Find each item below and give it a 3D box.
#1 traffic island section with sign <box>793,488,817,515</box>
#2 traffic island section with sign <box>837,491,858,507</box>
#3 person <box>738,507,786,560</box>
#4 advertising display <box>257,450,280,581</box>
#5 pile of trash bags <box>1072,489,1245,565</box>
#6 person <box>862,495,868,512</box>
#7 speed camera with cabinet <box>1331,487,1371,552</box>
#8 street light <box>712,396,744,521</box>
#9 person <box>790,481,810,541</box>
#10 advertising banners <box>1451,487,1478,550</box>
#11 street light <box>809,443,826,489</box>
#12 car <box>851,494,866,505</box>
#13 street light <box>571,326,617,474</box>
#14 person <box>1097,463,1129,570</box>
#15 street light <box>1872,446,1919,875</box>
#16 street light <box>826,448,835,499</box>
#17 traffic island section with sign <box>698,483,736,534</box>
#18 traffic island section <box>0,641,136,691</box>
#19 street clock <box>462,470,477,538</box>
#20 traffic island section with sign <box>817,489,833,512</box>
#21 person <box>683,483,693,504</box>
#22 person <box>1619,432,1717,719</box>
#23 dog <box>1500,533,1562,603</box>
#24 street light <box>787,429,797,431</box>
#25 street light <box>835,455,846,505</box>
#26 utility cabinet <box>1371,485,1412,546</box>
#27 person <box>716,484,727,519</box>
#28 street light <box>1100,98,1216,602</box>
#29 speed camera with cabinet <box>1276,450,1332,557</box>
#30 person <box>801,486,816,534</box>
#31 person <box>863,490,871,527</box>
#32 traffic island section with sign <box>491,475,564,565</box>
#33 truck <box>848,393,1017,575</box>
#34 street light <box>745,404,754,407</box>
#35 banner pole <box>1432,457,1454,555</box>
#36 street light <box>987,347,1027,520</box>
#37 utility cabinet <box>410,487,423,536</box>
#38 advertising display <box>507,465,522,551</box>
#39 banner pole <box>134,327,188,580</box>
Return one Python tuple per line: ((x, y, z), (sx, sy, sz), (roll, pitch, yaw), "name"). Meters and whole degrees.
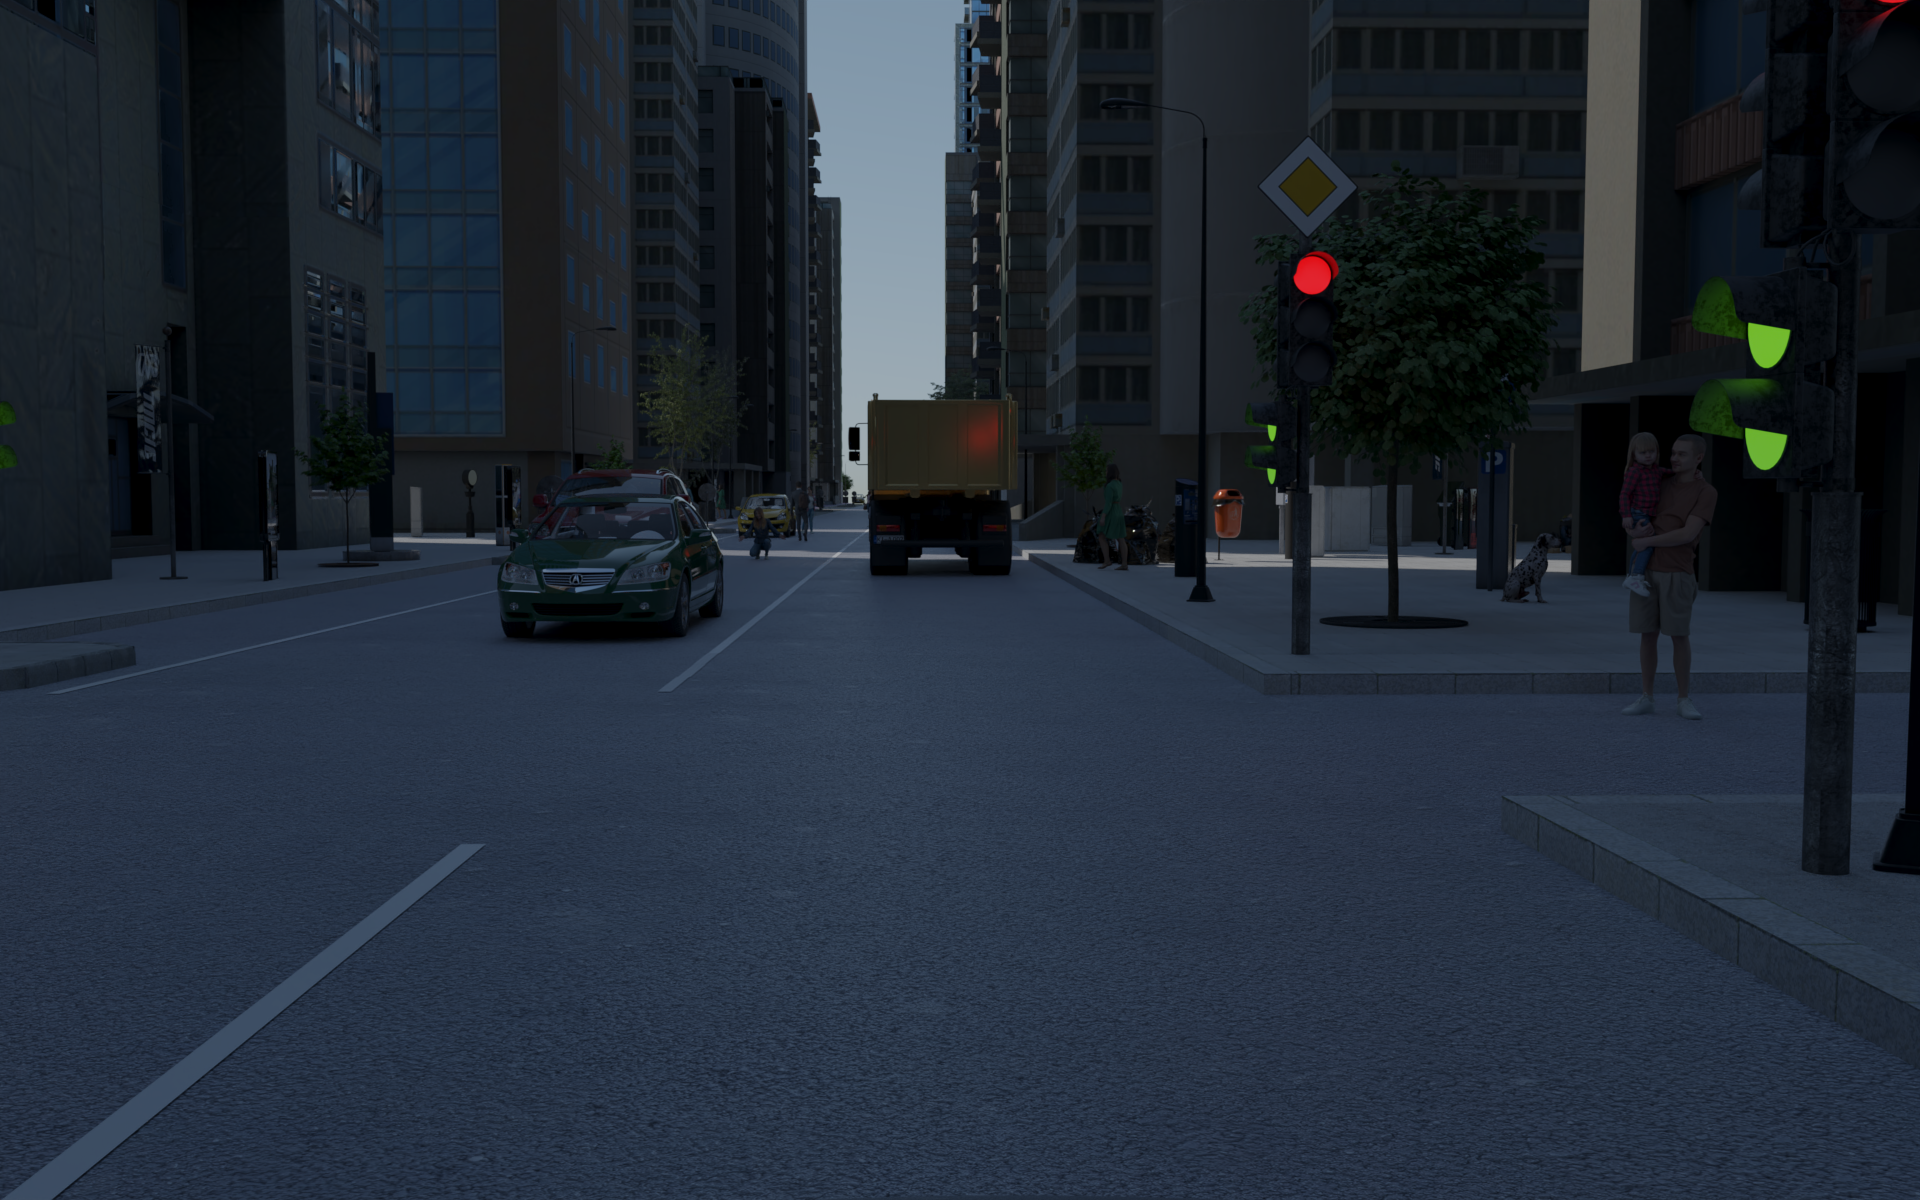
((-10.586, -6.421, 113.618), (1.989, 1.847, 2.006), (0, 4, -2), "traffic island section with sign")
((-12.788, -11.402, 195.055), (1.989, 1.847, 2.006), (0, 4, -2), "traffic island section with sign")
((-4.288, -1.464, 37.938), (1.012, 1.151, 0.738), (0, 4, 6), "person")
((-10.303, -1.261, 25.832), (0.123, 1.923, 0.974), (-1, 4, -12), "advertising display")
((3.926, -1.396, 32.569), (3.447, 1.369, 1.912), (-2, 4, -31), "pile of trash bags")
((-7.279, -7.948, 139.173), (1.217, 1.735, 0.721), (0, 4, -6), "person")
((8.094, -2.705, 38.564), (2.038, 3.252, 0.660), (-1, 4, -14), "speed camera with cabinet")
((-11.175, -6.701, 82.104), (1.470, 5.913, 1.316), (0, 4, -2), "street light")
((-4.869, -2.708, 52.737), (0.622, 1.834, 0.822), (0, 4, -3), "person")
((11.960, -2.703, 40.379), (0.090, 3.025, 2.074), (3, 5, 41), "advertising banners")
((-13.188, -11.340, 157.943), (1.470, 5.913, 1.316), (0, 4, -2), "street light")
((-13.537, -13.525, 231.356), (2.015, 1.641, 3.980), (0, 4, -2), "car")
((-10.209, -4.622, 48.118), (1.470, 5.913, 1.316), (0, 4, -2), "street light")
((2.572, -1.395, 29.093), (0.529, 1.795, 0.600), (1, 4, 20), "person")
((2.755, -2.032, 5.760), (1.470, 5.913, 1.316), (0, 4, -2), "street light")
((-13.553, -12.276, 173.246), (1.470, 5.913, 1.316), (0, 4, -2), "street light")
((-9.233, -3.349, 63.376), (1.989, 1.847, 2.006), (0, 4, -2), "traffic island section with sign")
((-7.887, 0.531, 13.594), (2.009, 0.180, 2.903), (0, 4, -2), "traffic island section")
((-14.448, -2.844, 51.070), (0.358, 2.002, 0.471), (1, 4, 18), "street clock")
((-11.312, -8.070, 140.564), (1.989, 1.847, 2.006), (0, 4, -2), "traffic island section with sign")
((-12.817, -4.586, 81.045), (0.660, 1.820, 0.620), (-1, 4, -10), "person")
((4.516, -0.166, 11.183), (0.580, 1.828, 0.573), (0, 4, 0), "person")
((6.684, -0.382, 20.630), (0.513, 0.831, 0.800), (-2, 4, -28), "dog")
((-12.327, -9.261, 123.954), (1.470, 5.913, 1.316), (0, 4, -2), "street light")
((-14.459, -14.354, 207.233), (1.470, 5.913, 1.316), (0, 4, -2), "street light")
((10.656, -2.088, 42.810), (0.318, 1.500, 1.173), (-2, 4, -26), "utility cabinet")
((-12.134, -5.008, 88.167), (0.529, 1.795, 0.600), (0, 4, -7), "person")
((2.340, -2.934, 20.512), (1.470, 5.913, 1.316), (0, 4, -2), "street light")
((7.055, -2.542, 35.903), (0.660, 3.252, 2.038), (0, 4, -2), "speed camera with cabinet")
((-5.479, -3.275, 62.876), (0.563, 1.720, 0.643), (-2, 4, -27), "person")
((-3.894, -4.082, 75.833), (0.643, 1.750, 0.593), (-3, 5, -44), "person")
((-8.498, -1.667, 35.888), (1.989, 1.847, 2.006), (0, 4, -2), "traffic island section with sign")
((-0.530, -2.345, 34.261), (3.469, 3.379, 9.791), (0, 4, -3), "truck")
((-11.376, -7.174, 89.841), (1.470, 5.913, 1.316), (0, 4, -2), "street light")
((10.260, -2.870, 36.950), (0.401, 3.779, 0.863), (-1, 4, -10), "banner pole")
((1.545, -5.031, 54.798), (1.470, 5.913, 1.316), (0, 4, -2), "street light")
((-16.333, -2.657, 52.113), (0.318, 1.500, 1.173), (-1, 4, -15), "utility cabinet")
((-10.120, -2.088, 39.345), (0.123, 1.923, 0.974), (0, 4, -3), "advertising display")
((-11.941, -2.189, 25.802), (0.401, 3.779, 0.863), (1, 4, 20), "banner pole")
